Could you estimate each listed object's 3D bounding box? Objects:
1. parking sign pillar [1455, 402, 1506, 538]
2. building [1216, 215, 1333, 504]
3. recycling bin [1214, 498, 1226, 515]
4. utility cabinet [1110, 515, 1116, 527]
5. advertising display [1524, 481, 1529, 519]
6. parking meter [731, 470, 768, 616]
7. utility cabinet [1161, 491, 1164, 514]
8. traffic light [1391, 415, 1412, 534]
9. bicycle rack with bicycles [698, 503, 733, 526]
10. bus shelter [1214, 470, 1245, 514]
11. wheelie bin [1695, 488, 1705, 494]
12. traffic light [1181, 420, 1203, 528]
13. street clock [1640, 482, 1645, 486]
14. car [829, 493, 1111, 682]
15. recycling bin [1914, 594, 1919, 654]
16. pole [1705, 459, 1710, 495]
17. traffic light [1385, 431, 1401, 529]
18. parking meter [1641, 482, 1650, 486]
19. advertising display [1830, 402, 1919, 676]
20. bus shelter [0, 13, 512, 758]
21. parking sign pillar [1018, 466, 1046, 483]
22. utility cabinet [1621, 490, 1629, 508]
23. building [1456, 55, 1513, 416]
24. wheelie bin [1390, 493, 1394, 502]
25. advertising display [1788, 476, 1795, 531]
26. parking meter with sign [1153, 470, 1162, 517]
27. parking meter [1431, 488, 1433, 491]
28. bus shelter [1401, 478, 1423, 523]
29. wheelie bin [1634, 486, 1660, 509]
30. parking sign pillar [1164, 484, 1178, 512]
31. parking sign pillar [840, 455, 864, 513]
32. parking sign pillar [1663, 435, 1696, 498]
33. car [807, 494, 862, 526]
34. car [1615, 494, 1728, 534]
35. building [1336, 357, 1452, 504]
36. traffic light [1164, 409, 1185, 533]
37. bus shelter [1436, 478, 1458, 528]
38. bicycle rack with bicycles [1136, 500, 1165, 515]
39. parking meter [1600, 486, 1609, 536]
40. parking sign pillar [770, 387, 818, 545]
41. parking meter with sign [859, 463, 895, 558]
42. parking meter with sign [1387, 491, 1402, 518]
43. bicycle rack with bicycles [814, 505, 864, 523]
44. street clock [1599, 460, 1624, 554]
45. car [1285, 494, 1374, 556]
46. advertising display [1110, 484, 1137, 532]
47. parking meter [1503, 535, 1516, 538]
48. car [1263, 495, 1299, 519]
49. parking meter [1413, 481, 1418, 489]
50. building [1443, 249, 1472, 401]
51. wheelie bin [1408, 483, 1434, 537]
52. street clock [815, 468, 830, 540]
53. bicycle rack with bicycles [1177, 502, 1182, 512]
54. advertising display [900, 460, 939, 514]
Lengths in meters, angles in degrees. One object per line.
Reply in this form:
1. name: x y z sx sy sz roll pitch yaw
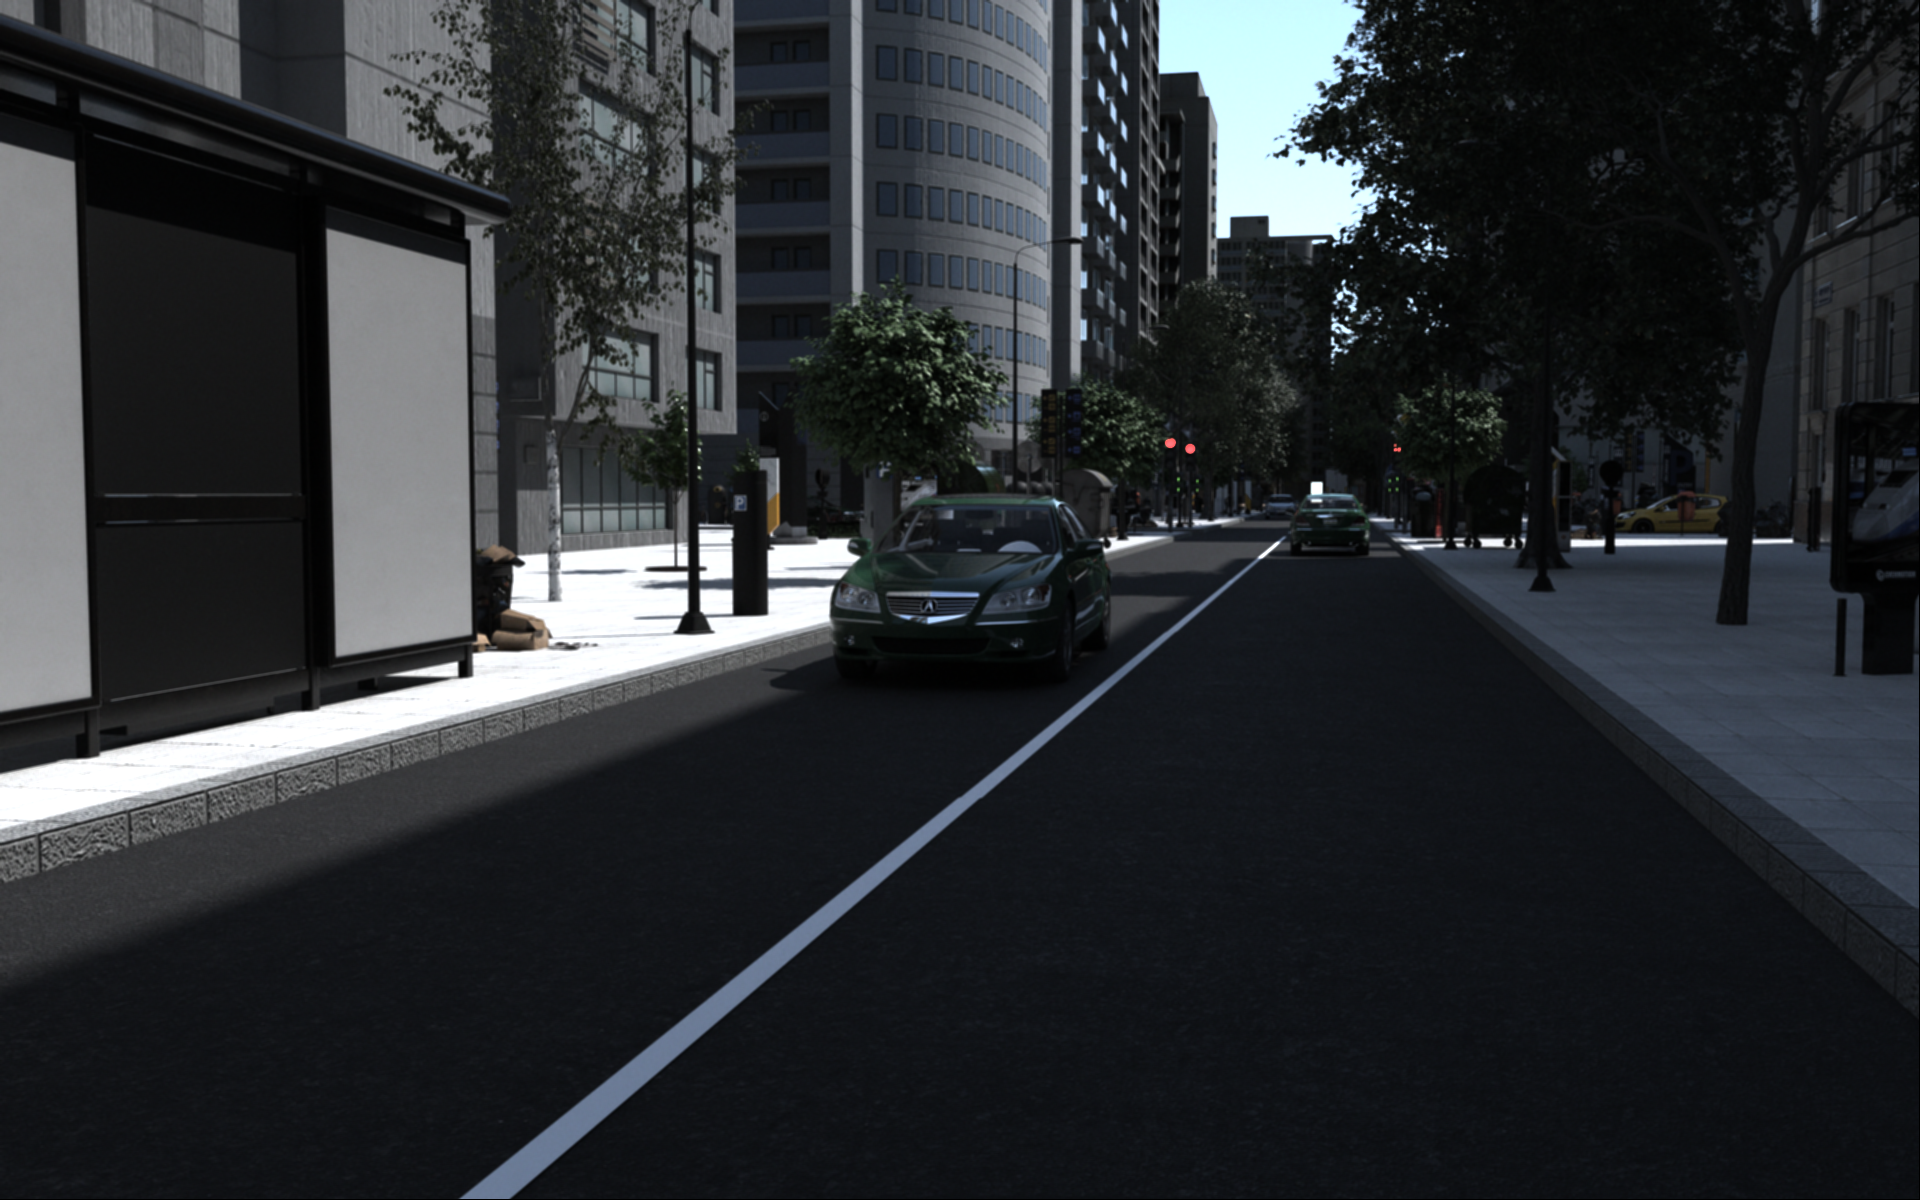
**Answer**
1. parking sign pillar: 15.378 -3.828 51.061 1.447 3.967 1.447 1 4 12
2. building: 40.661 -33.816 244.767 23.993 40.220 32.217 1 4 12
3. recycling bin: 16.422 -5.909 109.164 0.722 1.027 0.722 -2 4 -28
4. utility cabinet: 5.610 -3.419 67.058 1.020 1.237 0.306 1 4 15
5. advertising display: 28.971 -5.032 87.489 0.974 1.923 0.123 -1 4 -13
6. parking meter: -2.225 -0.608 18.349 0.372 1.533 0.369 0 3 0
7. utility cabinet: 12.437 -6.057 107.715 0.318 1.500 1.173 1 4 16
8. traffic light: 14.360 -4.096 55.895 0.839 4.253 0.868 1 4 12
9. bicycle rack with bicycles: -9.926 -3.521 70.947 2.852 0.926 2.925 0 4 2
10. bus shelter: 17.642 -7.338 113.899 2.014 3.302 5.546 1 4 12
11. wheelie bin: 38.187 -5.000 89.651 0.980 1.594 0.693 3 4 36
12. traffic light: 8.712 -4.670 65.272 0.839 4.253 0.868 1 4 12
13. street clock: 41.763 -6.202 105.978 0.358 2.002 0.471 0 4 7
14. car: 0.226 -0.187 14.853 2.131 1.459 4.920 1 4 11
15. recycling bin: 7.943 -0.095 14.112 0.722 1.027 0.722 -2 4 -29
16. pole: 29.273 -4.526 67.849 0.158 3.312 0.155 0 3 0
17. traffic light: 16.056 -4.574 63.698 0.839 4.253 0.868 1 4 12
18. parking meter: 33.872 -4.884 85.570 0.399 1.863 0.255 3 5 40
19. advertising display: 6.617 -0.433 12.299 0.974 1.923 0.123 -1 4 -18
20. bus shelter: -5.088 -1.857 7.989 2.179 5.291 8.768 1 4 12
21. parking sign pillar: 3.175 -5.414 76.986 1.447 3.967 1.447 2 4 30
22. utility cabinet: 39.344 -5.742 102.559 0.318 1.500 1.173 1 4 12
23. building: 56.234 -30.549 154.102 22.147 44.769 28.867 1 4 12
24. wheelie bin: 27.688 -6.258 110.219 0.980 1.594 0.693 -3 5 -42
25. advertising display: 29.341 -3.419 61.115 0.123 1.923 0.974 1 4 21
26. parking meter with sign: 11.356 -6.310 99.423 0.543 3.016 1.738 1 4 10
27. parking meter: 19.211 -3.831 71.055 0.372 1.533 0.369 0 3 0
28. bus shelter: 21.344 -6.263 80.031 2.179 5.291 8.768 1 4 12
29. wheelie bin: 27.540 -3.757 69.342 0.980 1.594 0.693 0 4 -7
30. parking sign pillar: 15.108 -8.292 124.047 1.447 3.967 1.447 2 4 27
31. parking sign pillar: -4.255 -5.067 71.316 1.447 3.967 1.447 0 4 7
32. parking sign pillar: 31.775 -5.384 76.502 1.447 3.967 1.447 0 4 -5
33. car: -5.661 -3.362 64.757 4.222 1.686 2.009 1 4 11
34. car: 24.198 -2.951 58.471 3.980 1.641 2.015 1 4 13
35. building: 66.060 -24.016 237.694 28.899 21.520 27.650 1 4 12
36. traffic light: 7.016 -4.193 57.469 0.839 4.253 0.868 1 4 12
37. bus shelter: 18.824 -4.564 65.905 1.731 3.624 6.357 1 4 12
38. bicycle rack with bicycles: 10.431 -5.648 105.721 2.852 0.926 2.925 -1 4 -23
39. parking meter: 19.952 -2.754 53.442 0.372 1.533 0.369 0 3 0
40. parking sign pillar: -4.373 -3.419 44.369 1.447 3.967 1.447 -2 4 -29
41. parking meter with sign: -1.382 -2.083 30.312 0.543 3.016 1.738 -1 4 -19
42. parking meter with sign: 23.733 -5.941 93.397 1.738 3.016 0.543 -3 5 -41
43. bicycle rack with bicycles: -3.170 -2.789 58.982 2.925 0.926 2.852 3 5 43
44. street clock: 13.923 -1.987 37.054 0.471 2.002 0.358 2 4 30
45. car: 8.915 -1.835 41.804 2.131 1.459 4.920 1 4 11
46. advertising display: 5.410 -3.220 57.859 0.974 1.923 0.123 0 4 -1
47. parking meter: 15.897 -2.717 50.130 0.399 1.863 0.255 1 4 12
48. car: 18.445 -5.357 99.592 2.014 1.417 4.499 1 4 10
49. parking meter: 19.058 -4.063 72.139 0.399 1.863 0.255 -3 5 -41
50. building: 63.081 -34.445 182.784 23.786 49.044 30.456 1 4 12
51. wheelie bin: 13.729 -2.659 51.389 0.693 1.594 0.980 -1 4 -13
52. street clock: -3.877 -2.713 48.921 0.358 2.002 0.471 -2 4 -32
53. bicycle rack with bicycles: 15.765 -6.961 127.191 2.925 0.926 2.852 -2 4 -25
54. advertising display: -0.882 -1.675 32.600 0.974 1.923 0.123 -1 4 -12
